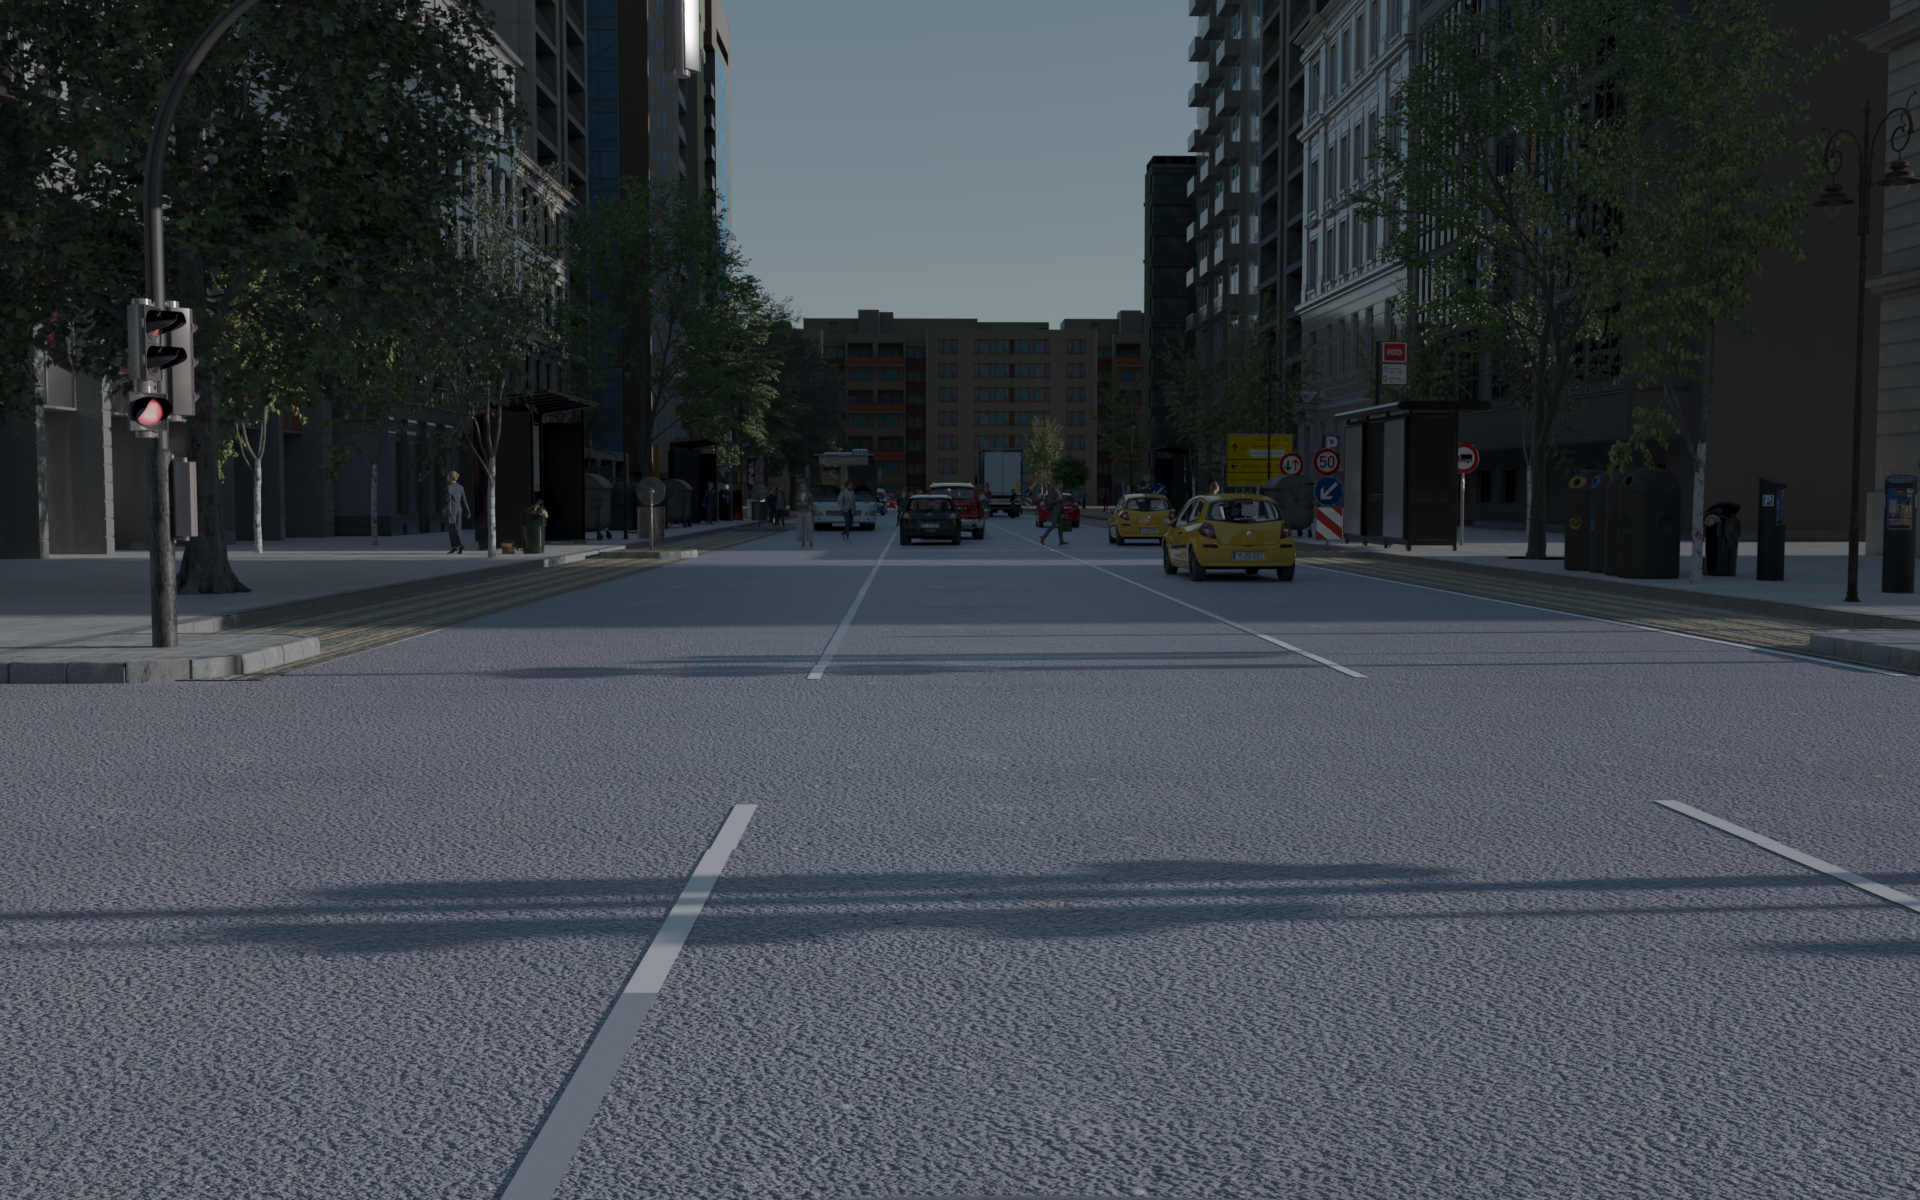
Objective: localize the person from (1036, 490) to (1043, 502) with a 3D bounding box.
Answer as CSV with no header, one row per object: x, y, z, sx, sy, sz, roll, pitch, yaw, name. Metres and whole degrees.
6.227,-7.592,133.571,0.756,1.711,0.436,1,4,12,person

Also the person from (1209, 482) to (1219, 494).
5.590,-1.750,38.110,0.522,1.701,0.512,-3,5,-42,person

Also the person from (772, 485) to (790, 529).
-7.248,-3.761,70.179,0.728,1.800,0.709,1,4,10,person

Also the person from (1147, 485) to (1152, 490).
10.251,-5.304,93.215,0.568,1.767,0.683,-1,4,-13,person

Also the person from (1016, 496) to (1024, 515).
3.991,-6.708,119.119,0.756,1.711,0.436,0,4,3,person

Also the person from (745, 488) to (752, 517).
-12.007,-5.592,98.191,0.721,1.735,1.217,0,4,5,person

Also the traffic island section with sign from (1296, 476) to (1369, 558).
8.140,-1.894,39.603,1.989,1.847,2.006,0,4,-1,traffic island section with sign

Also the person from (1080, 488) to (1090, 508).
11.082,-9.069,154.404,0.705,1.814,1.350,-2,4,-33,person

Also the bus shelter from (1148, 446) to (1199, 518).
10.713,-5.862,87.131,1.731,3.624,6.357,0,4,-1,bus shelter

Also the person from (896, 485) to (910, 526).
-2.515,-4.187,76.924,0.622,1.834,0.822,-1,4,-17,person

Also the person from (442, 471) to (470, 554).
-10.859,-1.889,37.351,0.534,1.772,0.576,1,4,10,person

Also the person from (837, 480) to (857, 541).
-3.467,-2.709,52.638,0.661,1.843,0.795,-3,5,-42,person

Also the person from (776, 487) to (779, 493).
-11.315,-6.113,106.708,0.721,1.743,1.217,1,4,22,person

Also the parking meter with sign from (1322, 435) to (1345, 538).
11.295,-3.330,50.714,0.543,3.016,1.738,-1,4,-20,parking meter with sign

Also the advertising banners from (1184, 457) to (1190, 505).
10.529,-5.157,80.498,0.090,3.025,2.074,0,4,2,advertising banners

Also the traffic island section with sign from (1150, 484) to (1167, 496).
7.456,-3.576,67.097,1.989,1.847,2.006,0,4,-1,traffic island section with sign

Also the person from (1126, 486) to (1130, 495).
9.197,-5.307,93.536,0.721,1.736,1.217,1,4,12,person

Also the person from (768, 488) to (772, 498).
-17.277,-9.274,157.692,0.705,1.821,1.348,2,4,29,person

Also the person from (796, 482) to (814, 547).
-4.242,-2.323,47.031,0.519,1.759,0.362,1,4,12,person

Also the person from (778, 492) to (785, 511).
-10.562,-5.744,100.766,0.742,1.727,0.445,0,4,-4,person

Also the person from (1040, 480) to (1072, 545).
2.697,-2.459,48.671,0.822,1.834,0.622,2,4,27,person

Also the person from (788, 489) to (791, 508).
-15.198,-9.024,154.311,0.721,1.735,1.217,0,4,3,person

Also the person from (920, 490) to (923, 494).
-3.699,-9.455,163.034,1.348,1.831,0.705,2,4,26,person

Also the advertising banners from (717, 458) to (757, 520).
-10.933,-5.425,84.893,2.074,3.025,0.090,1,4,12,advertising banners

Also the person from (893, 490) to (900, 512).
-4.885,-7.829,137.036,0.617,1.759,0.750,2,4,35,person

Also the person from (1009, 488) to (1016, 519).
3.012,-5.618,100.882,0.721,1.766,1.217,-1,4,-10,person

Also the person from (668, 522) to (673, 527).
-11.396,-3.458,67.589,0.382,1.210,0.505,0,4,7,person

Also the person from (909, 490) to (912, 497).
-4.307,-8.757,151.676,0.705,1.824,1.348,0,4,8,person

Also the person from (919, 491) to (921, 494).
-3.591,-8.836,153.888,0.530,1.710,0.541,-2,4,-27,person

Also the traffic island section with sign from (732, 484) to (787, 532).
-7.654,-3.535,66.432,1.989,1.847,2.006,0,4,-1,traffic island section with sign

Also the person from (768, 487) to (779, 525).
-8.475,-4.274,78.801,0.576,1.772,0.534,0,4,7,person

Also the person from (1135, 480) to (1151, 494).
6.115,-3.057,57.847,0.474,1.900,0.648,3,4,38,person

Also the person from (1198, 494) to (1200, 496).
12.381,-5.247,92.554,1.217,1.736,0.721,0,4,-7,person

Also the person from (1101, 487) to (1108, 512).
10.525,-7.333,126.378,0.683,1.767,0.568,3,5,41,person

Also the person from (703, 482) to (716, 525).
-10.476,-4.026,72.292,0.534,1.772,0.576,1,4,11,person

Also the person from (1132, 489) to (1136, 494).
14.103,-8.159,140.237,1.217,1.735,0.721,2,4,29,person

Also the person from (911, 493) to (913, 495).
-4.540,-9.252,161.247,0.415,1.643,0.593,0,4,-7,person

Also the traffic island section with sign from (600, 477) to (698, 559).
-6.990,-1.866,39.144,1.989,1.847,2.006,0,4,-1,traffic island section with sign

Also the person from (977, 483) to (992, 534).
0.842,-3.251,61.625,0.580,1.828,0.573,0,4,-1,person

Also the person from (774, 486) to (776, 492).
-12.593,-6.858,118.265,0.705,1.812,1.348,0,4,7,person

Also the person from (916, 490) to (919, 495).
-3.183,-7.208,127.088,0.721,1.736,1.217,-1,4,-18,person
